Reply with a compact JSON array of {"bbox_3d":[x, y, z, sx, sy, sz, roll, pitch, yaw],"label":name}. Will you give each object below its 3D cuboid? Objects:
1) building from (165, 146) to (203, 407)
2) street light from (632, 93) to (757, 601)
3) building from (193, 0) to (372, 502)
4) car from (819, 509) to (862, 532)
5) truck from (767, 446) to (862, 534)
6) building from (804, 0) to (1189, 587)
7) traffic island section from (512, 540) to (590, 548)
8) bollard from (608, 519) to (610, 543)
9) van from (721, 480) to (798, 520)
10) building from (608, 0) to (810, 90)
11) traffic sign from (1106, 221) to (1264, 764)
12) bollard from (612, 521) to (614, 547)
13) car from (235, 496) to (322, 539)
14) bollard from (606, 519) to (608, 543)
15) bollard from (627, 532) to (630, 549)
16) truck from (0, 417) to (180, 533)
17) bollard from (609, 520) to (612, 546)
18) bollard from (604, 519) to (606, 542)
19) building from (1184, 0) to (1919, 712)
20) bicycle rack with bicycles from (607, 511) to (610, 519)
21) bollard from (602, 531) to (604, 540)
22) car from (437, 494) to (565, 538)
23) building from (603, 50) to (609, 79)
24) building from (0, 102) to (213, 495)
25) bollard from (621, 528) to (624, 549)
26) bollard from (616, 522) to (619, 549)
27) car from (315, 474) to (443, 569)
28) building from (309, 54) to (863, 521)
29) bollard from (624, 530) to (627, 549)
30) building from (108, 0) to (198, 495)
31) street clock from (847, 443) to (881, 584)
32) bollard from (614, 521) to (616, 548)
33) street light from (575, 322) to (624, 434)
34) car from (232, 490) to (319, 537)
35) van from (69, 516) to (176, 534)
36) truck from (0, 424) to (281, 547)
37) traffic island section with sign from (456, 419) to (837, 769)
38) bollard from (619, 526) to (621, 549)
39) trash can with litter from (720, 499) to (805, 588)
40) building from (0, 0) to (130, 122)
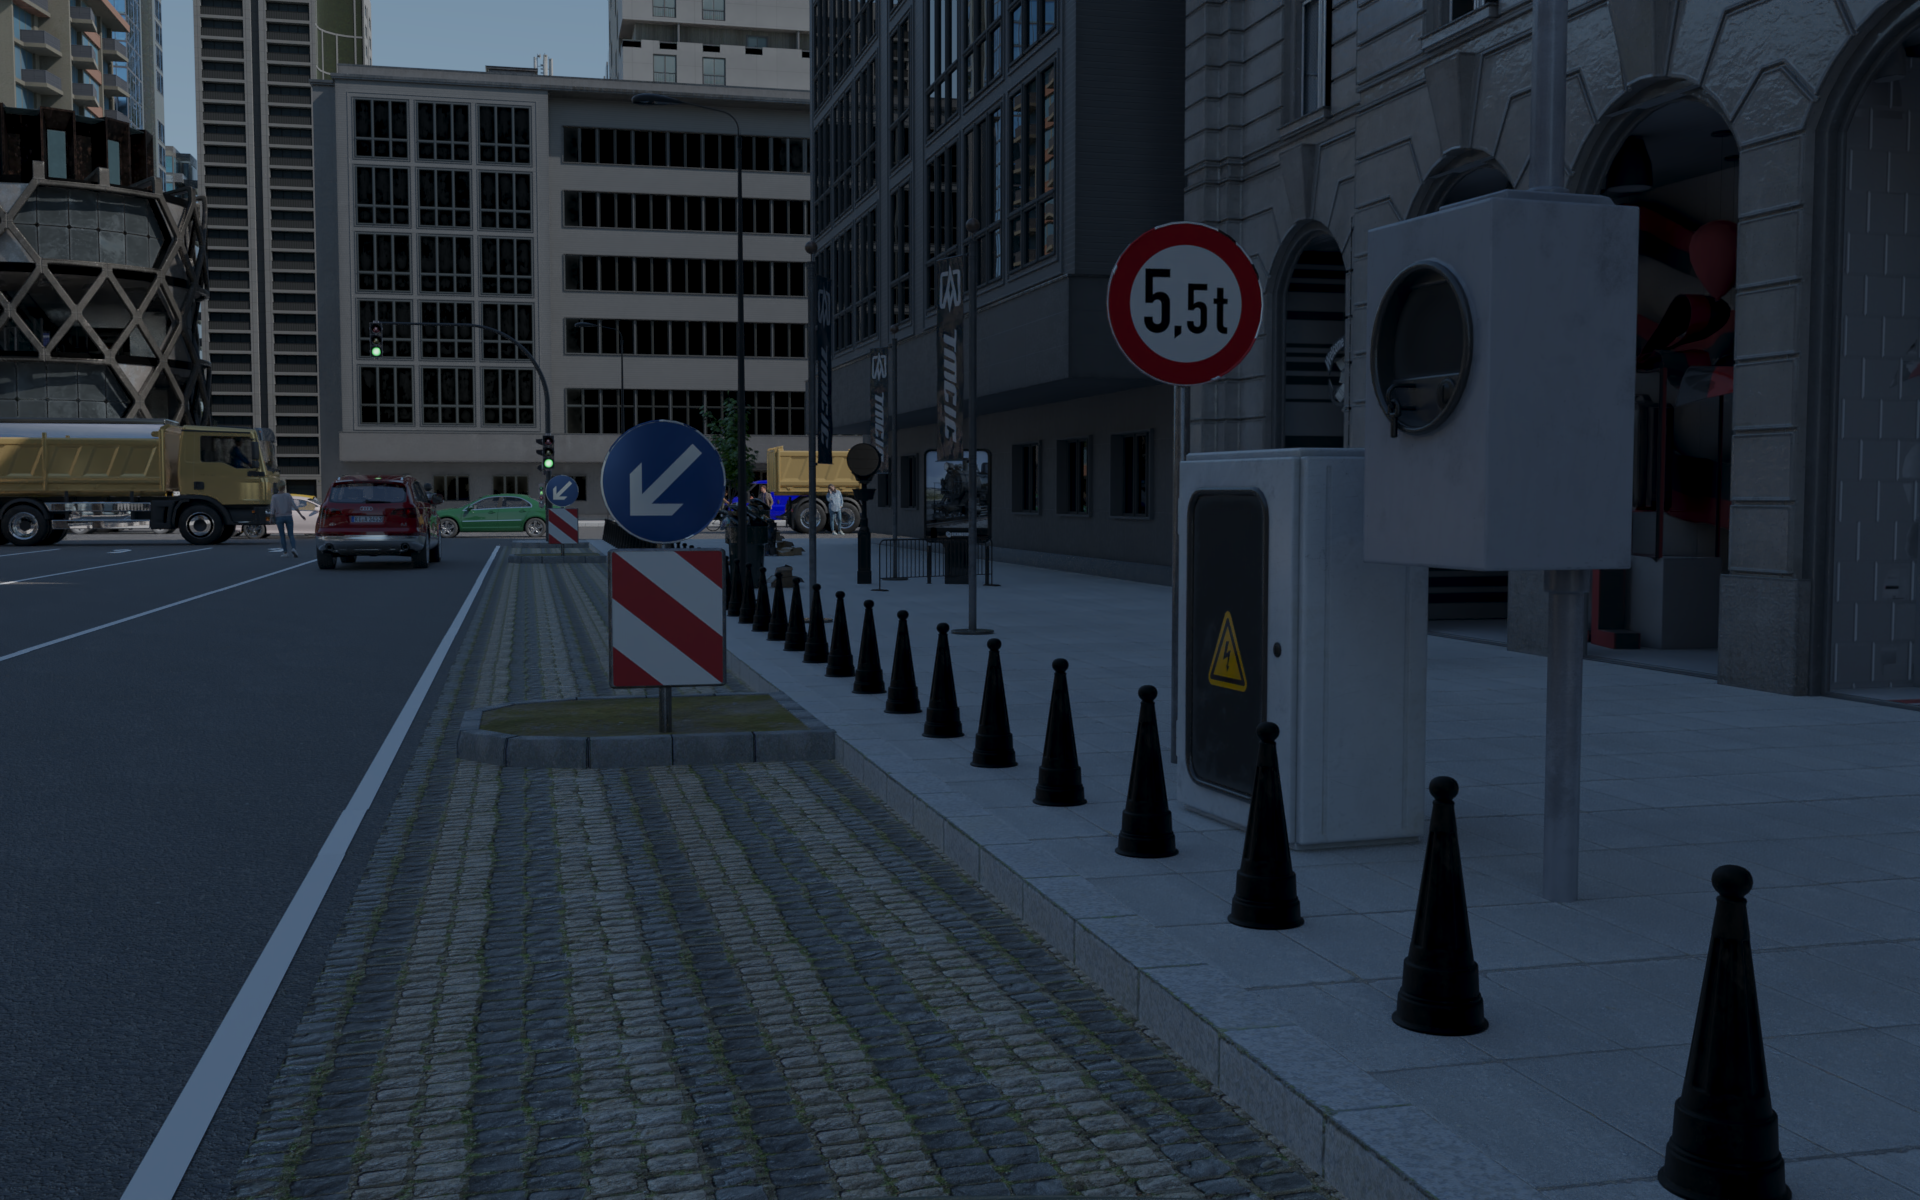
[{"bbox_3d":[-117.031,-37.479,232.383,30.456,49.044,23.786,-1,4,-14],"label":"building"},{"bbox_3d":[-3.119,-2.926,20.382,1.470,5.913,1.316,-1,4,-14],"label":"street light"},{"bbox_3d":[-91.298,-48.813,236.338,20.611,71.187,20.563,-1,4,-14],"label":"building"},{"bbox_3d":[-4.160,-3.499,66.998,4.222,1.686,2.009,-1,4,-15],"label":"car"},{"bbox_3d":[-2.122,-4.169,64.095,9.791,3.379,3.469,-1,4,-13],"label":"truck"},{"bbox_3d":[5.672,-14.712,34.054,14.314,27.812,24.014,-1,4,-14],"label":"building"},{"bbox_3d":[-11.108,-1.508,46.936,2.009,0.180,2.903,-1,4,-14],"label":"traffic island section"},{"bbox_3d":[-8.605,-1.662,43.219,0.229,0.601,0.229,0,3,0],"label":"bollard"},{"bbox_3d":[-7.725,-4.326,75.112,5.245,2.365,2.240,-1,4,-15],"label":"van"},{"bbox_3d":[-17.768,-34.847,158.993,28.713,52.752,27.495,-1,4,-14],"label":"building"},{"bbox_3d":[1.047,-0.495,8.194,0.768,2.556,0.104,-1,4,-11],"label":"traffic sign"},{"bbox_3d":[-8.106,-1.540,41.218,0.229,0.601,0.229,0,3,0],"label":"bollard"},{"bbox_3d":[-21.449,-2.695,56.423,4.827,1.381,2.083,-1,4,-13],"label":"car"},{"bbox_3d":[-8.857,-1.723,44.214,0.229,0.601,0.229,0,3,0],"label":"bollard"},{"bbox_3d":[-6.604,-1.173,35.216,0.229,0.601,0.229,0,3,0],"label":"bollard"},{"bbox_3d":[-35.205,-4.606,64.226,11.283,4.237,2.839,-1,4,-14],"label":"truck"},{"bbox_3d":[-8.359,-1.601,42.222,0.229,0.601,0.229,0,3,0],"label":"bollard"},{"bbox_3d":[-9.108,-1.784,45.210,0.229,0.601,0.229,0,3,0],"label":"bollard"},{"bbox_3d":[11.200,-10.338,10.829,13.314,21.916,24.055,-1,4,-14],"label":"building"},{"bbox_3d":[-14.944,-4.056,79.703,2.925,0.926,2.852,3,4,37],"label":"bicycle rack with bicycles"},{"bbox_3d":[-9.361,-1.845,46.215,0.229,0.601,0.229,0,3,0],"label":"bollard"},{"bbox_3d":[-15.505,-2.802,57.606,4.920,1.459,2.131,-1,4,-12],"label":"car"},{"bbox_3d":[-27.731,-34.668,186.431,23.786,49.044,30.456,-1,4,-14],"label":"building"},{"bbox_3d":[-45.090,-13.216,83.534,16.811,18.784,16.820,-1,4,-14],"label":"building"},{"bbox_3d":[-7.101,-1.295,37.209,0.229,0.601,0.229,0,3,0],"label":"bollard"},{"bbox_3d":[-7.609,-1.418,39.221,0.229,0.601,0.229,0,3,0],"label":"bollard"},{"bbox_3d":[-11.591,-1.593,34.716,2.281,1.827,5.304,-1,4,-12],"label":"car"},{"bbox_3d":[-16.450,-16.478,88.479,30.058,24.678,14.314,-1,4,-14],"label":"building"},{"bbox_3d":[-6.853,-1.234,36.212,0.229,0.601,0.229,0,3,0],"label":"bollard"},{"bbox_3d":[-93.483,-52.641,173.347,31.000,86.520,22.319,-1,4,-14],"label":"building"},{"bbox_3d":[-1.367,-1.232,24.708,0.471,2.002,0.358,0,4,5],"label":"street clock"},{"bbox_3d":[-7.855,-1.479,40.218,0.229,0.601,0.229,0,3,0],"label":"bollard"},{"bbox_3d":[-9.728,-4.564,47.155,1.470,5.913,1.316,-1,4,-14],"label":"street light"},{"bbox_3d":[-23.480,-2.975,58.866,3.980,1.641,2.015,-1,4,-15],"label":"car"},{"bbox_3d":[-30.103,-3.390,62.435,4.112,2.044,2.013,-1,4,-14],"label":"van"},{"bbox_3d":[-23.547,-3.242,48.937,9.791,3.379,3.469,-1,4,-14],"label":"truck"},{"bbox_3d":[-1.860,-0.082,9.963,1.989,1.847,2.006,-1,4,-14],"label":"traffic island section with sign"},{"bbox_3d":[-7.351,-1.356,38.205,0.229,0.601,0.229,0,3,0],"label":"bollard"},{"bbox_3d":[-2.712,-0.755,23.731,1.055,1.170,0.624,-2,4,-27],"label":"trash can with litter"},{"bbox_3d":[-81.209,-29.792,141.728,22.147,44.769,28.867,-1,4,-14],"label":"building"}]
